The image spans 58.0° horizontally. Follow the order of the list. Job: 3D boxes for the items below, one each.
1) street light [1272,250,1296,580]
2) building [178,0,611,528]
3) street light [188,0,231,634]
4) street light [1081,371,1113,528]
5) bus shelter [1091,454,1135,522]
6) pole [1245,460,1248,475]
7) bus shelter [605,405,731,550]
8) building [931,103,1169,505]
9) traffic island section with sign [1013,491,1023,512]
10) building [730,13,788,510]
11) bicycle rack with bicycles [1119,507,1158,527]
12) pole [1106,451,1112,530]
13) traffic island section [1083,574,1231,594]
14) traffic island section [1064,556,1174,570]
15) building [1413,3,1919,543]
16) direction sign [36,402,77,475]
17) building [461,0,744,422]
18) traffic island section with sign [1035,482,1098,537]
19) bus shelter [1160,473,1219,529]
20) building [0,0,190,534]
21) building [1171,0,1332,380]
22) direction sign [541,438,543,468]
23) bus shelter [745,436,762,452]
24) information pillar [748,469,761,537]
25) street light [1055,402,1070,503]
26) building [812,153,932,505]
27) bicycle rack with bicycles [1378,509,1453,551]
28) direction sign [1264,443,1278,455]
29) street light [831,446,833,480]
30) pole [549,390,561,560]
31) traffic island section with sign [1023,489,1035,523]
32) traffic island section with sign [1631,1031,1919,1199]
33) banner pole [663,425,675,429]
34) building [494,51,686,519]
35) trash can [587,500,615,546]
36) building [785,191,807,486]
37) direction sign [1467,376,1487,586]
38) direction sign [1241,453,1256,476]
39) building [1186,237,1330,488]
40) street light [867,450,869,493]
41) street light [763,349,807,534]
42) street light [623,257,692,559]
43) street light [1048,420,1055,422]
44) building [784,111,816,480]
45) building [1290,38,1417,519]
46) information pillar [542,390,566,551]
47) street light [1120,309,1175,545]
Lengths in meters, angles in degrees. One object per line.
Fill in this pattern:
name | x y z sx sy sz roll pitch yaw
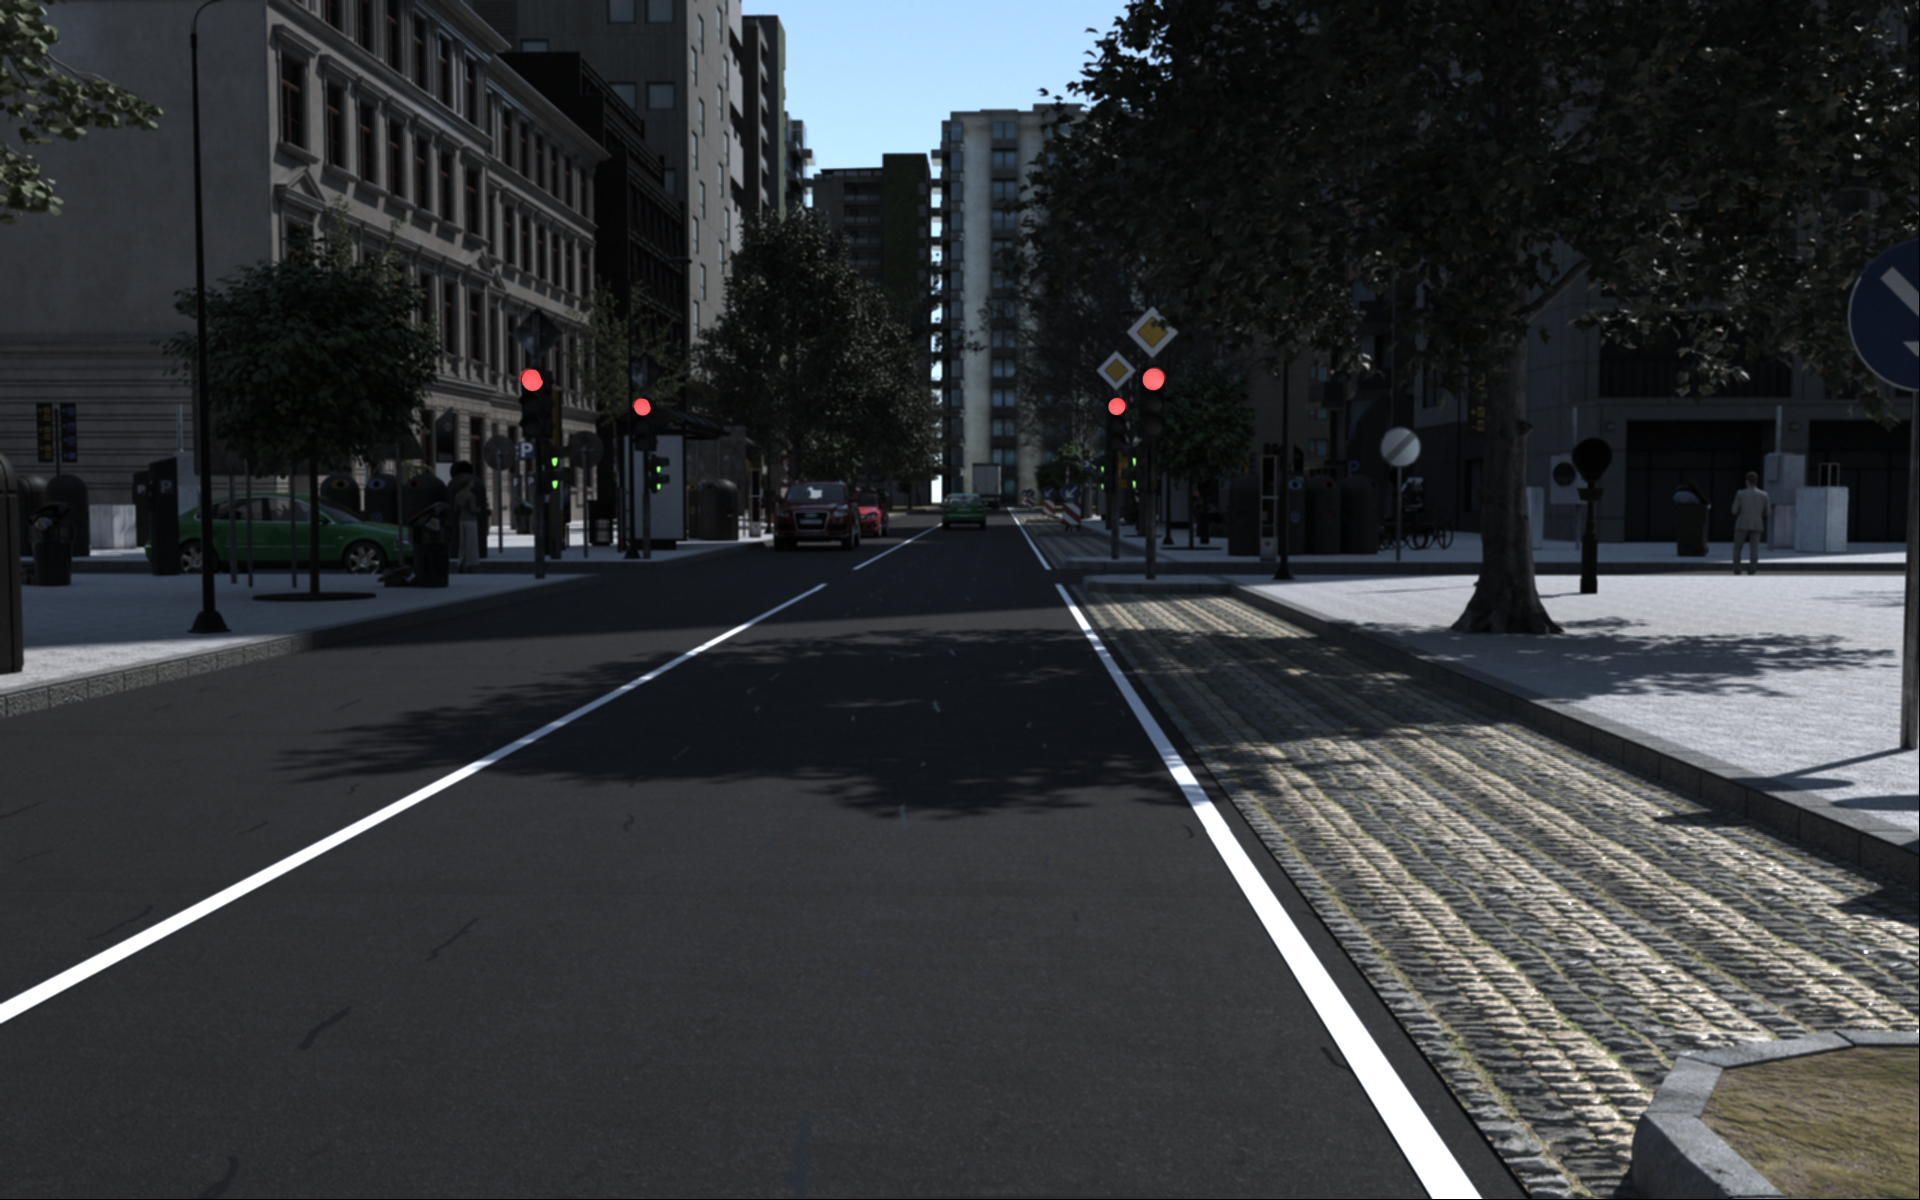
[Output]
street light | 4.312 -3.257 25.788 1.470 5.913 1.316 0 4 1
building | -23.407 -14.691 76.353 11.583 22.565 21.152 0 4 1
street light | -6.438 -2.652 15.906 1.470 5.913 1.316 0 4 1
street light | 5.233 -5.691 65.596 1.470 5.913 1.316 0 4 1
bus shelter | 7.468 -5.466 83.292 2.014 3.302 5.546 0 4 1
pole | 15.241 -6.012 92.143 0.158 3.312 0.155 0 3 0
bus shelter | -6.972 -2.942 42.029 2.014 3.302 5.546 0 4 1
building | 11.798 -36.426 215.176 30.456 49.044 23.786 0 4 1
traffic island section with sign | 5.384 -7.778 135.798 1.989 1.847 2.006 0 4 1
building | -22.212 -28.143 143.740 14.154 41.232 14.086 0 4 1
bicycle rack with bicycles | 7.439 -3.403 69.019 2.925 0.926 2.852 3 4 38
pole | 5.329 -4.173 62.075 0.158 3.312 0.155 0 3 0
traffic island section | 2.892 -0.233 26.087 2.009 0.180 2.903 0 4 1
traffic island section | 3.072 -0.721 34.070 2.009 0.180 2.903 0 4 1
building | 27.040 -37.595 52.935 20.611 71.187 20.563 0 4 1
direction sign | -22.359 -3.116 42.943 0.876 3.537 0.379 -1 4 -16
building | -30.322 -32.635 122.815 28.713 52.752 27.495 0 4 1
traffic island section with sign | 3.637 -3.060 58.662 1.989 1.847 2.006 0 4 1
bus shelter | 8.093 -4.117 61.239 2.014 3.302 5.546 0 4 1
building | -22.922 -13.399 55.224 11.583 22.565 21.152 0 4 1
building | 29.900 -37.694 158.300 21.231 58.520 28.212 0 4 1
direction sign | -16.533 -4.713 69.049 0.379 3.537 0.876 3 4 36
bus shelter | -7.679 -3.748 55.198 2.014 3.302 5.546 0 4 1
information pillar | -6.079 -2.862 51.288 0.304 2.012 0.304 -1 4 -20
street light | 5.672 -7.006 87.086 1.470 5.913 1.316 0 4 1
building | -10.584 -32.240 210.725 14.086 41.232 14.154 0 4 1
bicycle rack with bicycles | 10.256 -1.657 40.479 2.925 0.926 2.852 -1 4 -20
direction sign | 13.940 -5.242 77.696 0.876 3.537 0.379 -3 4 -37
street light | -5.170 -6.396 77.111 1.470 5.913 1.316 0 4 1
pole | -7.941 -2.452 33.928 0.158 3.312 0.155 0 3 0
traffic island section with sign | 4.253 -4.708 85.610 1.989 1.847 2.006 0 4 1
traffic island section with sign | 2.374 0.339 3.086 1.989 1.847 2.006 0 4 1
banner pole | -9.494 -4.011 55.599 0.863 3.779 0.401 2 4 26
building | -22.656 -16.242 95.240 12.332 23.373 15.834 0 4 1
trash can | -8.903 -1.912 42.914 0.748 1.137 0.748 0 3 0
building | -21.811 -24.218 167.666 14.107 30.474 14.160 0 4 1
direction sign | 7.383 -1.965 24.130 0.876 3.537 0.379 -2 4 -30
direction sign | 15.985 -6.360 95.982 0.876 3.537 0.379 3 5 39
building | 32.280 -17.482 130.866 27.650 21.520 28.899 0 4 1
street light | -4.690 -7.710 98.601 1.470 5.913 1.316 0 4 1
street light | -5.608 -5.081 55.621 1.470 5.913 1.316 0 4 1
street light | -5.953 -3.767 34.129 1.470 5.913 1.316 0 4 1
street light | 6.190 -8.331 108.751 1.470 5.913 1.316 0 4 1
building | -33.007 -36.452 215.604 30.456 49.044 23.786 0 4 1
building | 29.108 -26.279 84.283 22.147 44.769 28.867 0 4 1
information pillar | -9.235 -2.933 39.304 0.504 3.616 0.183 1 4 19
street light | 4.732 -4.353 43.719 1.470 5.913 1.316 0 4 1
